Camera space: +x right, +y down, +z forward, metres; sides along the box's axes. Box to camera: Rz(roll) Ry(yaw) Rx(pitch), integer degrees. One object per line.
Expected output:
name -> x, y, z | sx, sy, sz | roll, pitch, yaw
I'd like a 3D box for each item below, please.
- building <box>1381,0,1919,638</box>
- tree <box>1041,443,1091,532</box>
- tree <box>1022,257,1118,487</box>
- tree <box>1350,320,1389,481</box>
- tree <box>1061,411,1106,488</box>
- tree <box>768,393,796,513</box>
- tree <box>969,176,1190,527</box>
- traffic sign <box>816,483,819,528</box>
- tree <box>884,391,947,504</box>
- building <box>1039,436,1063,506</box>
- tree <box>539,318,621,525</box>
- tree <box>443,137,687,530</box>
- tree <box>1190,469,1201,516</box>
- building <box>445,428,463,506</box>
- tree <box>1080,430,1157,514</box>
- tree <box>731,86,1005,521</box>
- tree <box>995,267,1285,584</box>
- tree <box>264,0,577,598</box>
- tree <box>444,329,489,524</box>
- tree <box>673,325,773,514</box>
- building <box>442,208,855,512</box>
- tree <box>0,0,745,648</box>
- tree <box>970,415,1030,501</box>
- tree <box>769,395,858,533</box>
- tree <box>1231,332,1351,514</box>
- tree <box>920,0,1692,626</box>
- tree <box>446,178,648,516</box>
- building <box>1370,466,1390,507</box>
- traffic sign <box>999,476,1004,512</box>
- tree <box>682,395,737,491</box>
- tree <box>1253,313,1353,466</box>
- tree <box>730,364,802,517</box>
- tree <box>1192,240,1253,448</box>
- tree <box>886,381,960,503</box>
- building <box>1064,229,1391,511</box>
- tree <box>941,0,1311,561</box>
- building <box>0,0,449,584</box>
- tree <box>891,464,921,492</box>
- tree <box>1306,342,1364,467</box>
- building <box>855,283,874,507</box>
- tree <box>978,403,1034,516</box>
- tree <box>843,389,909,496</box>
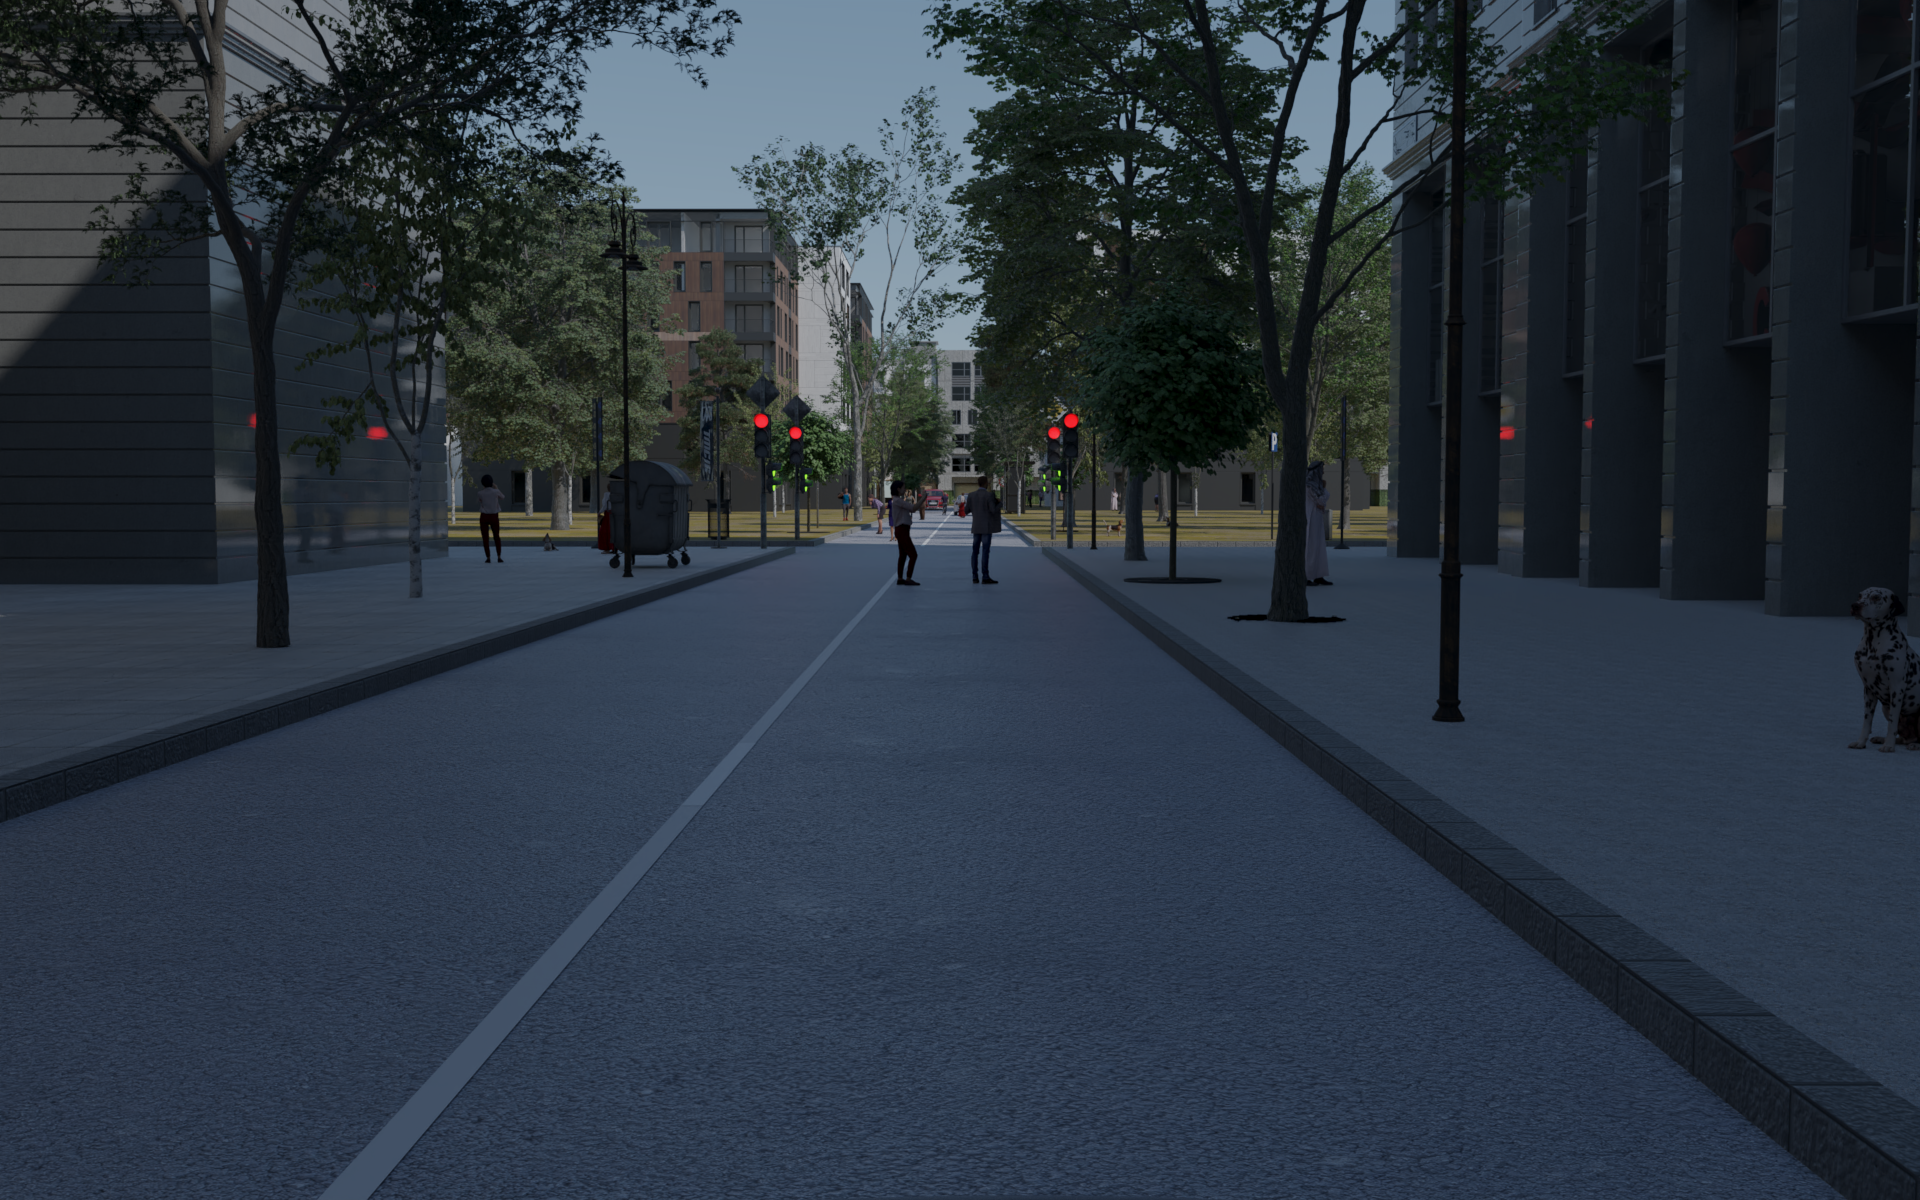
building -> 14.126, -14.842, 20.162 | 11.434, 29.767, 29.804 | 0, 4, 0
tree -> 3.663, -3.934, 58.927 | 1.663, 3.219, 1.824 | 0, 3, 0
tree -> 3.625, -6.320, 53.692 | 4.737, 8.622, 4.395 | 0, 3, 0
tree -> 26.699, -11.194, 105.081 | 6.751, 12.117, 7.091 | 0, 3, 0
tree -> 7.040, -8.738, 93.236 | 4.360, 8.622, 3.978 | 0, 3, 0
tree -> -12.183, -10.304, 118.836 | 4.360, 8.622, 3.978 | 0, 3, 0
tree -> 4.381, -9.729, 66.495 | 7.806, 13.903, 7.818 | 0, 3, 0
traffic sign -> -5.351, -3.970, 65.020 | 0.768, 2.556, 0.104 | 0, 4, 6
tree -> -4.822, -15.626, 177.544 | 6.751, 12.117, 7.091 | 0, 3, 0
building -> 13.265, -14.614, 181.081 | 9.099, 9.664, 28.070 | 0, 4, 0
tree -> -16.256, -7.476, 72.596 | 4.360, 8.622, 3.978 | 0, 3, 0
tree -> -14.324, -9.449, 61.153 | 9.857, 13.997, 8.962 | 0, 3, 0
tree -> 13.529, -9.199, 100.767 | 4.360, 8.622, 3.978 | 0, 3, 0
building -> -56.895, -15.222, 191.034 | 28.070, 9.664, 9.099 | 0, 4, 0
tree -> 10.456, -11.492, 109.954 | 6.751, 12.117, 7.091 | 0, 3, 0
tree -> -3.915, -13.749, 80.684 | 12.611, 20.169, 13.585 | 0, 3, 0
tree -> 3.040, -2.545, 25.322 | 4.285, 4.588, 4.351 | 0, 3, 0
tree -> -6.799, -4.351, 21.500 | 4.737, 8.622, 4.395 | 0, 3, 0
tree -> -21.586, -7.584, 74.361 | 4.360, 8.622, 3.978 | 0, 3, 0
tree -> -15.037, -11.572, 111.251 | 6.751, 12.117, 7.091 | 0, 3, 0
building -> -23.795, -18.137, 140.513 | 27.936, 21.610, 32.646 | 0, 4, 0
tree -> -5.702, -4.903, 14.581 | 8.767, 10.594, 7.601 | 0, 4, 8
tree -> 4.458, -16.002, 183.681 | 6.751, 12.117, 7.091 | 0, 3, 0
tree -> -5.107, -4.501, 57.297 | 4.285, 4.588, 4.351 | 0, 3, 0
tree -> 14.289, -7.504, 73.053 | 4.737, 8.622, 4.395 | 0, 3, 0
tree -> 3.231, -5.582, 17.022 | 9.928, 11.665, 9.643 | 0, 3, 0
tree -> -24.197, -14.938, 100.118 | 12.611, 20.169, 13.585 | 0, 3, 0
building -> 35.888, -19.546, 186.036 | 31.486, 18.905, 16.747 | 0, 4, 0
traffic sign -> 3.151, -7.587, 124.158 | 0.768, 2.556, 0.104 | 0, 4, 6
tree -> -16.677, -10.214, 117.357 | 4.360, 8.622, 3.978 | 0, 3, 0
tree -> 22.578, -12.741, 115.739 | 7.806, 13.903, 7.818 | 0, 3, 0
tree -> -10.506, -8.904, 95.947 | 4.737, 8.622, 4.395 | 0, 3, 0
tree -> 9.289, -10.581, 80.421 | 7.806, 13.903, 7.818 | 0, 3, 0
tree -> -4.437, -17.219, 188.184 | 9.857, 13.997, 8.962 | 0, 3, 0
building -> 22.744, -18.704, 149.791 | 27.936, 21.610, 32.646 | 0, 4, 0
tree -> 3.105, -7.015, 32.821 | 7.486, 12.596, 7.792 | 0, 3, 0
building -> -25.221, -15.399, 29.263 | 29.804, 29.767, 11.434 | 0, 4, 0
tree -> -5.162, -11.341, 169.139 | 4.285, 4.588, 4.351 | 0, 3, 0
tree -> 17.216, -8.067, 82.250 | 4.360, 8.622, 3.978 | 0, 3, 0
building -> -25.844, -20.645, 181.526 | 32.646, 21.610, 27.936 | 0, 4, 0
tree -> 3.310, -9.117, 99.423 | 4.360, 8.622, 3.978 | 0, 3, 0
tree -> -5.737, -10.405, 120.479 | 4.737, 8.622, 4.395 | 0, 3, 0
